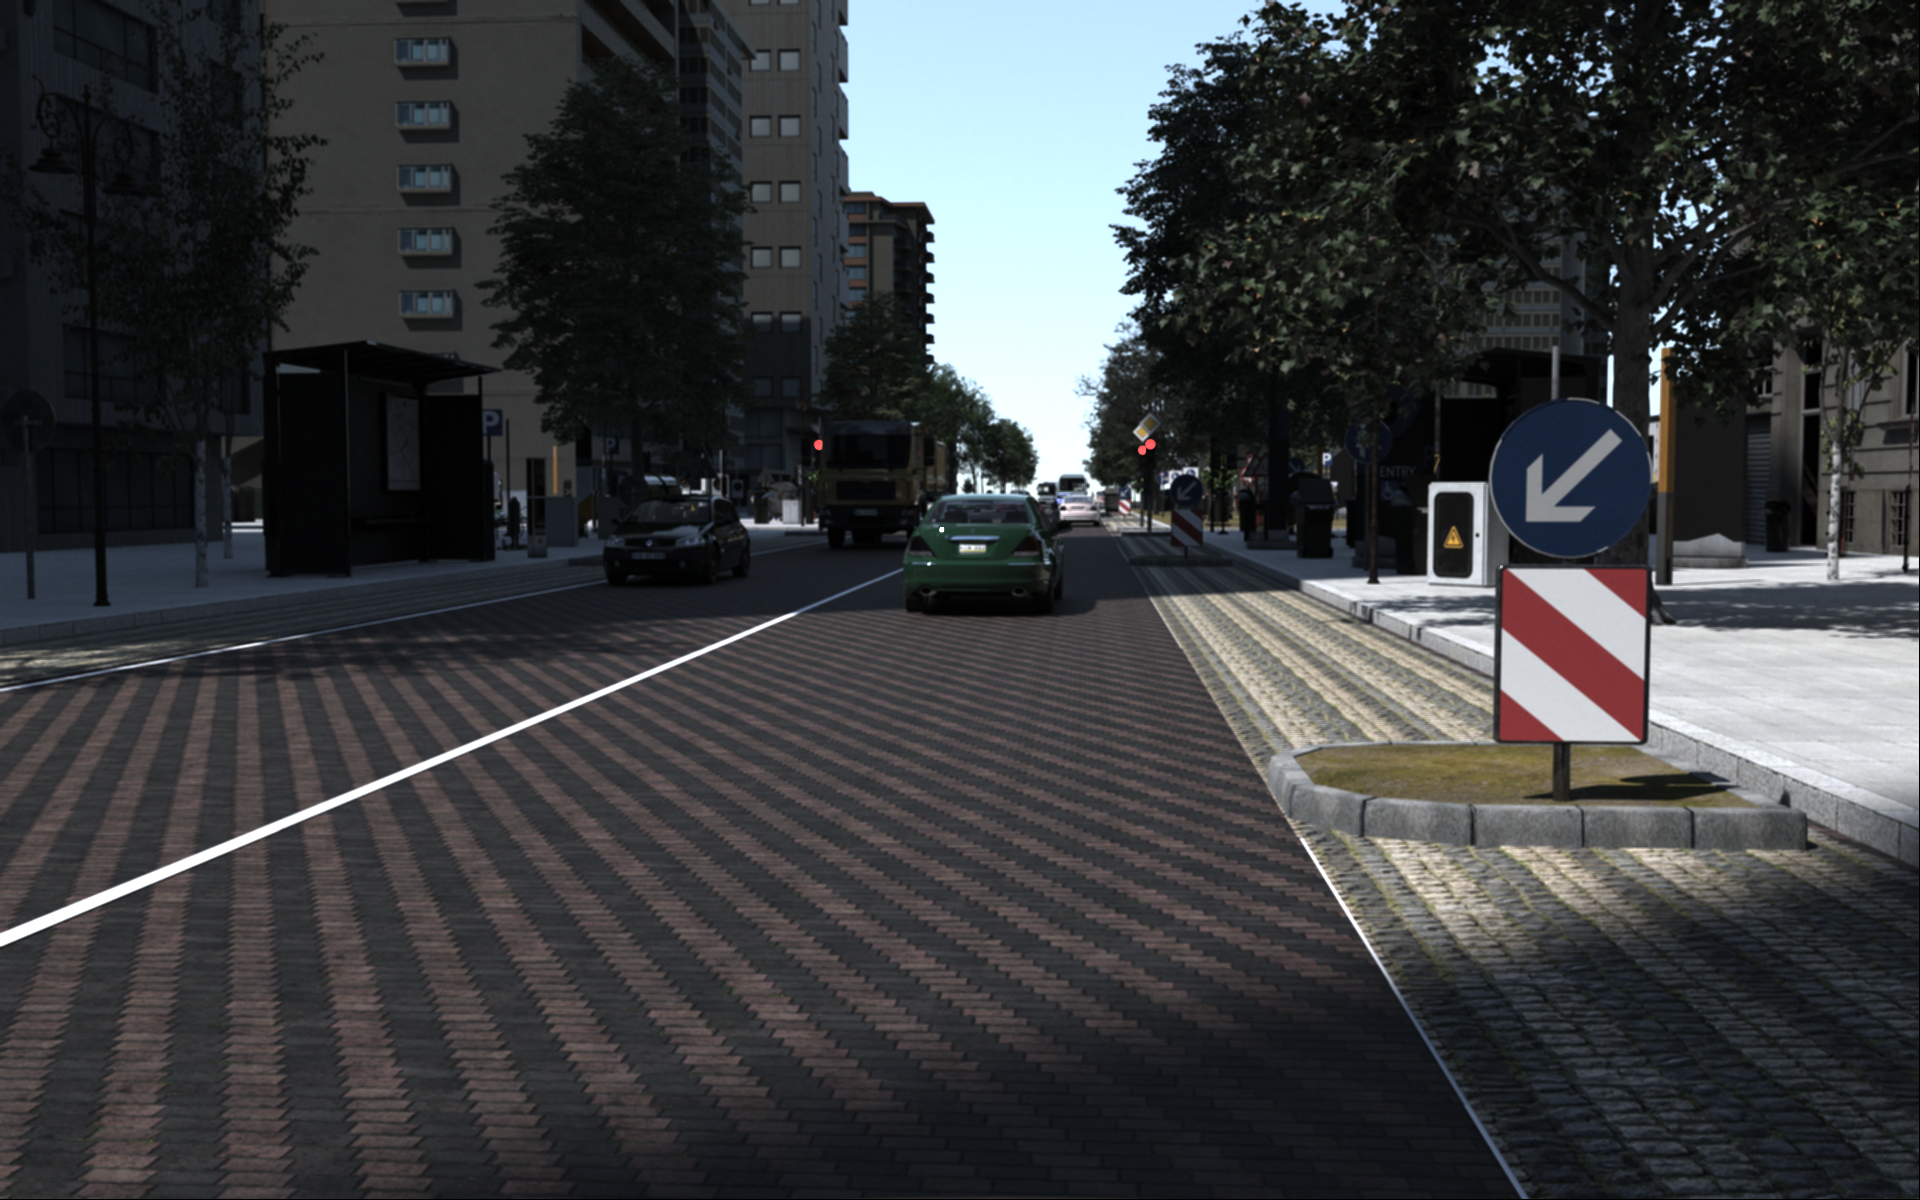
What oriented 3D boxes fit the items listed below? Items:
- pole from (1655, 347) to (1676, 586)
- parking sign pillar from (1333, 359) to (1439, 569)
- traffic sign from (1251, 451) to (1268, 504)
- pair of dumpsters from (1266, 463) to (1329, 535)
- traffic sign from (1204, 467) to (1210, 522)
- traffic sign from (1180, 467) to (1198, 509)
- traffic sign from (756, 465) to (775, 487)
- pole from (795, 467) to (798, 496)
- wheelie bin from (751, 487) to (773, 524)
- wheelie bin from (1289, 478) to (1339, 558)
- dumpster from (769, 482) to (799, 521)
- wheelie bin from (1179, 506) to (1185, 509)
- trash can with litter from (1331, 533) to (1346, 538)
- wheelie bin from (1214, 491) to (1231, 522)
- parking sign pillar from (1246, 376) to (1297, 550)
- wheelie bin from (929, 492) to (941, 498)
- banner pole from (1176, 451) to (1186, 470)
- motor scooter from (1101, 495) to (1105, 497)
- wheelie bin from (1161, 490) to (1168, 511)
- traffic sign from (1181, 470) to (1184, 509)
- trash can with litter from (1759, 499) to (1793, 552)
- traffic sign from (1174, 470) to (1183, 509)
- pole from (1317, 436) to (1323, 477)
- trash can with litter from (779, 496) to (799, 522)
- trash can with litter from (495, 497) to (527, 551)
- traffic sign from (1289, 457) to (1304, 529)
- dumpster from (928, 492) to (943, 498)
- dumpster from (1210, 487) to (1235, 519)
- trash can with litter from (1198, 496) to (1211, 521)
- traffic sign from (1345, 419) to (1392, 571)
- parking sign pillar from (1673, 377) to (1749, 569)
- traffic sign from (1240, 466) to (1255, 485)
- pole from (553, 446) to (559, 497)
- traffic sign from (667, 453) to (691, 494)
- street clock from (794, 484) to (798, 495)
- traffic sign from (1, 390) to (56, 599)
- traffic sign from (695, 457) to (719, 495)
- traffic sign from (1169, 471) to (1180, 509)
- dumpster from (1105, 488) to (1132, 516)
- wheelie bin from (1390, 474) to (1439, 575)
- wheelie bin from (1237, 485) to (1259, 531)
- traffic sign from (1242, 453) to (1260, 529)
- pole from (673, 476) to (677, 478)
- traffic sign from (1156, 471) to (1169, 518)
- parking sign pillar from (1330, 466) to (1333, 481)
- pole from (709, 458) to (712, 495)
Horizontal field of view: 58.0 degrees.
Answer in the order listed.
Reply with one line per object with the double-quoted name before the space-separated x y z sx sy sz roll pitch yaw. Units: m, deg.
"pole" 9.884 -1.858 24.224 0.158 3.312 0.155 0 3 0
"parking sign pillar" 7.591 -2.553 30.217 1.447 3.967 1.447 3 5 44
"traffic sign" 9.326 -3.238 52.941 0.884 2.594 0.081 0 4 5
"pair of dumpsters" 10.864 -3.263 55.851 1.574 2.255 4.437 0 4 4
"traffic sign" 11.612 -4.935 80.801 0.768 2.556 0.104 1 4 13
"traffic sign" 8.852 -3.934 66.453 0.606 2.300 0.079 1 4 13
"traffic sign" -8.701 -4.736 77.435 0.884 2.594 0.081 1 4 8
"pole" -12.283 -8.323 129.925 0.158 3.312 0.155 0 3 0
"wheelie bin" -8.516 -4.074 74.523 0.980 1.594 0.693 0 4 -1
"wheelie bin" 7.078 -1.644 34.790 0.980 1.594 0.693 0 4 -7
"dumpster" -8.494 -4.725 83.007 1.264 1.857 1.865 0 4 4
"wheelie bin" 14.968 -6.596 115.759 0.980 1.594 0.693 3 4 36
"trash can with litter" 11.371 -2.409 50.447 2.233 1.210 1.678 -1 4 -23
"wheelie bin" 11.930 -4.344 78.939 0.980 1.594 0.693 -2 4 -25
"parking sign pillar" 7.405 -3.169 40.290 1.447 3.967 1.447 1 4 11
"wheelie bin" -1.881 -7.507 130.643 0.980 1.594 0.693 -2 4 -29
"banner pole" 12.878 -6.811 101.379 0.863 3.779 0.401 -2 4 -27
"motor scooter" 21.838 -15.361 263.923 0.815 1.314 1.986 0 4 3
"wheelie bin" 15.078 -7.473 130.091 0.980 1.594 0.693 -1 4 -17
"traffic sign" 11.813 -5.607 91.776 0.768 2.556 0.104 1 4 11
"trash can with litter" 18.157 -1.659 38.513 0.624 1.170 1.055 2 4 31
"traffic sign" 11.398 -5.550 90.841 0.768 2.556 0.104 0 4 7
"pole" 12.413 -4.032 59.760 0.158 3.312 0.155 0 3 0
"trash can with litter" -7.874 -4.180 79.733 1.055 1.170 0.624 2 4 32
"trash can with litter" -10.456 -1.769 39.986 1.678 1.210 2.233 0 4 -5
"traffic sign" 11.429 -3.621 59.308 0.768 2.556 0.104 1 4 10
"dumpster" -1.784 -7.866 134.362 1.264 1.857 1.865 0 4 4
"dumpster" 13.348 -5.055 88.410 1.264 1.857 1.865 0 4 4
"trash can with litter" 12.954 -5.062 93.819 1.678 1.210 2.233 -1 4 -20
"traffic sign" 6.806 -1.764 28.944 0.768 2.556 0.104 1 4 9
"parking sign pillar" 13.033 -2.556 30.267 1.447 3.967 1.447 2 4 32
"traffic sign" 13.002 -4.776 78.186 0.768 2.556 0.104 0 4 8
"pole" -17.157 -4.877 73.574 0.158 3.312 0.155 0 3 0
"traffic sign" -8.436 -3.167 51.892 0.768 2.556 0.104 1 4 12
"street clock" -11.407 -7.083 120.371 0.358 2.002 0.471 -1 4 -15
"traffic sign" -11.383 -1.287 21.151 0.768 2.556 0.104 1 4 12
"traffic sign" -8.731 -3.654 59.753 0.884 2.594 0.081 1 4 13
"traffic sign" 9.476 -4.530 76.199 0.606 2.300 0.079 1 4 8
"dumpster" 10.485 -6.516 114.760 1.865 1.857 1.264 0 4 5
"wheelie bin" 7.296 -1.206 27.634 0.980 1.594 0.693 -2 4 -24
"wheelie bin" 9.931 -3.174 59.796 0.693 1.594 0.980 1 4 15
"traffic sign" 9.312 -3.336 54.550 0.884 2.594 0.081 0 4 8
"pole" -14.994 -5.952 91.158 0.158 3.312 0.155 0 3 0
"traffic sign" 11.041 -5.750 94.122 0.768 2.556 0.104 0 4 7
"parking sign pillar" 20.062 -6.260 90.823 1.447 3.967 1.447 3 5 43
"pole" -14.097 -6.364 97.897 0.158 3.312 0.155 0 3 0
